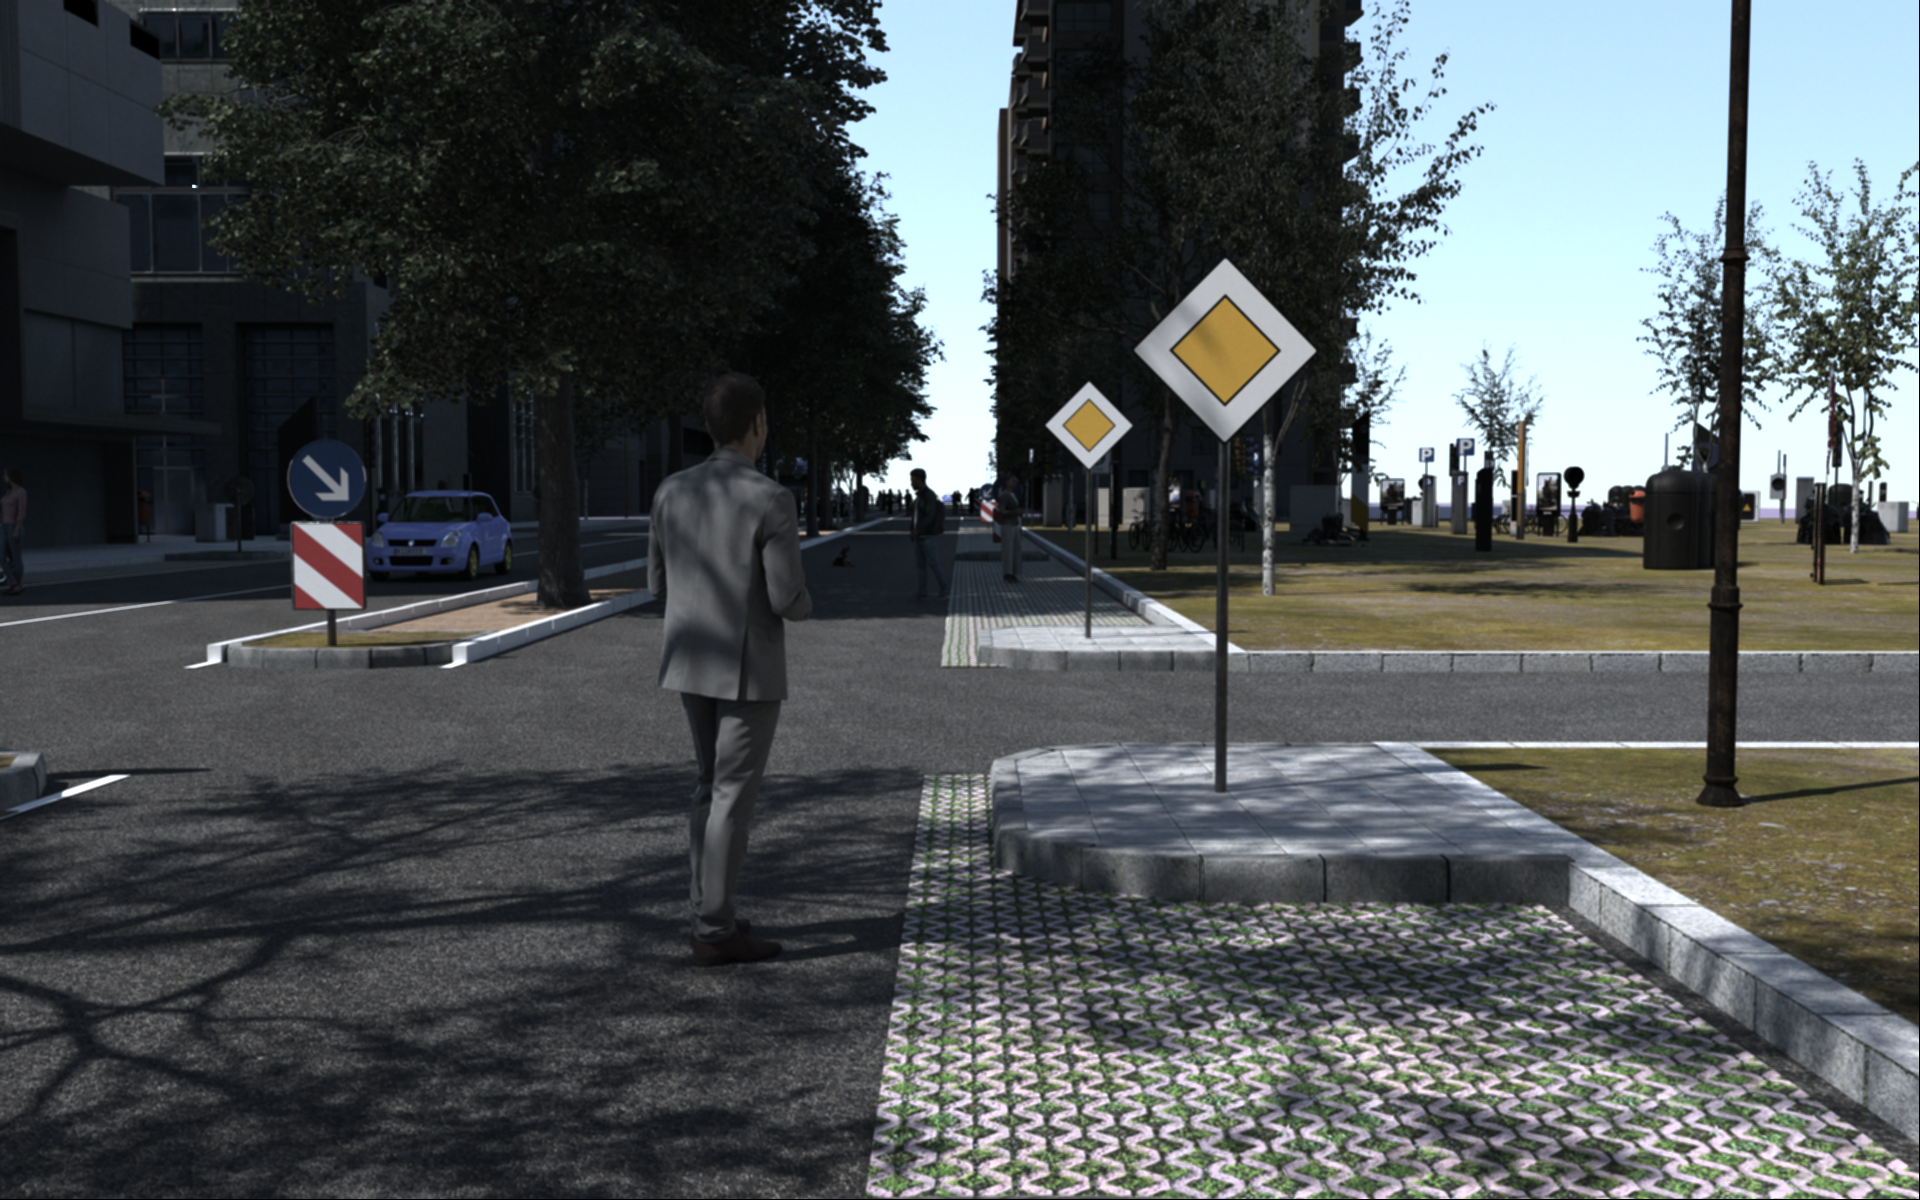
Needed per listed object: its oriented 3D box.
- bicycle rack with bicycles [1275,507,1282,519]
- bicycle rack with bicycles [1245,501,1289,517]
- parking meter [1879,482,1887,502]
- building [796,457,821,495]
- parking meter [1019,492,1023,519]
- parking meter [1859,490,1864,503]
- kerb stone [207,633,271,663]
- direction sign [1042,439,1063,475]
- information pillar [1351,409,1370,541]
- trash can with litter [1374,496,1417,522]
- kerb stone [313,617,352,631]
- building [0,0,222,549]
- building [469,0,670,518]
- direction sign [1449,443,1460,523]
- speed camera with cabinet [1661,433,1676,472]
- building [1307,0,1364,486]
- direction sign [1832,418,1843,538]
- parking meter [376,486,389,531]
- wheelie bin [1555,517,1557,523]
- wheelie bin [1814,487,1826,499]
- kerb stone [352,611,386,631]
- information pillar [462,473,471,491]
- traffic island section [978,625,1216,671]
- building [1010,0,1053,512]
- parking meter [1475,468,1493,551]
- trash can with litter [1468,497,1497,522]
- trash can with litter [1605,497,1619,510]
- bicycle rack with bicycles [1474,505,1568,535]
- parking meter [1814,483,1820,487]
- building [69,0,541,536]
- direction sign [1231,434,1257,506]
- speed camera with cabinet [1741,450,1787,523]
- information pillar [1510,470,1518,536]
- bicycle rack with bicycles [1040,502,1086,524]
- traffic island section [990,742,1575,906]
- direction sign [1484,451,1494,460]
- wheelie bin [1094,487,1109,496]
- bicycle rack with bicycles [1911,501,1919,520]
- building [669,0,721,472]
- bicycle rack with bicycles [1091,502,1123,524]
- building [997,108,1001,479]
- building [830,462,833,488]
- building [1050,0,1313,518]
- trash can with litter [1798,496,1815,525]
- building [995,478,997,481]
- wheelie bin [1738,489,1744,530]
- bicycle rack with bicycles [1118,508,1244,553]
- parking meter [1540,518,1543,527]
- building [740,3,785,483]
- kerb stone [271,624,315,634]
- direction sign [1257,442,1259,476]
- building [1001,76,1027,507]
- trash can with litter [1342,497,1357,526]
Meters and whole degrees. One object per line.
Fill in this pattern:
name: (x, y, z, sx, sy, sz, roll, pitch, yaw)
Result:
bicycle rack with bicycles: (5.913, -1.823, 43.193, 2.925, 0.926, 2.852, -3, 5, -41)
bicycle rack with bicycles: (15.507, -4.652, 89.447, 2.925, 0.926, 2.852, -1, 4, -20)
parking meter: (45.682, -4.895, 85.744, 0.255, 1.863, 0.399, 3, 4, 39)
building: (-32.121, -23.009, 221.240, 27.650, 21.520, 28.899, 0, 4, 0)
parking meter: (3.090, -4.979, 89.813, 0.372, 1.533, 0.369, 0, 3, 0)
parking meter: (44.146, -4.685, 85.005, 0.372, 1.533, 0.369, 0, 3, 0)
kerb stone: (-6.336, 0.427, 15.216, 0.120, 0.150, 1.000, 0, 4, 0)
direction sign: (3.810, -4.856, 71.396, 0.876, 3.537, 0.379, 0, 4, -4)
information pillar: (11.006, -3.438, 47.560, 0.504, 3.616, 0.183, 0, 4, 5)
trash can with litter: (20.729, -4.409, 83.143, 1.678, 1.210, 2.233, 3, 4, 39)
kerb stone: (-6.329, 0.303, 17.270, 0.120, 0.150, 1.000, 0, 4, 0)
building: (-32.449, -26.939, 29.697, 28.713, 52.752, 27.495, 0, 4, 0)
building: (-30.422, -34.372, 103.976, 21.231, 58.520, 28.212, 0, 4, 0)
direction sign: (22.137, -5.234, 77.580, 0.379, 3.537, 0.876, 3, 5, 44)
speed camera with cabinet: (22.762, -3.723, 55.208, 0.660, 3.252, 2.038, 1, 4, 17)
building: (15.478, -28.564, 121.640, 22.147, 44.769, 28.867, 0, 4, 0)
direction sign: (25.473, -3.568, 50.334, 0.379, 3.537, 0.876, 1, 4, 12)
parking meter: (-17.532, -2.701, 52.571, 0.372, 1.533, 0.369, 0, 3, 0)
wheelie bin: (25.541, -4.113, 75.152, 0.980, 1.594, 0.693, 3, 5, 43)
wheelie bin: (40.869, -4.571, 82.641, 0.693, 1.594, 0.980, -3, 4, -38)
kerb stone: (-6.324, 0.242, 18.295, 0.120, 0.150, 1.000, 0, 4, 0)
information pillar: (-17.423, -3.469, 61.209, 0.304, 2.012, 0.304, -1, 4, -13)
traffic island section: (1.163, 0.417, 15.457, 2.009, 0.180, 2.903, 0, 4, 0)
building: (15.628, -30.326, 150.453, 22.147, 44.769, 28.867, 0, 4, 0)
parking meter: (11.790, -2.034, 38.960, 0.255, 1.863, 0.399, 0, 4, -4)
trash can with litter: (23.692, -4.166, 79.165, 2.233, 1.210, 1.678, -1, 4, -9)
trash can with litter: (23.752, -3.205, 63.791, 1.055, 1.170, 0.624, 2, 4, 35)
bicycle rack with bicycles: (18.002, -2.577, 55.512, 2.925, 0.926, 2.852, 1, 4, 16)
parking meter: (43.920, -5.081, 88.793, 0.399, 1.863, 0.255, -3, 5, -40)
building: (-29.138, -46.065, 65.836, 22.319, 86.520, 31.000, 0, 4, 0)
direction sign: (10.670, -4.494, 65.467, 0.876, 3.537, 0.379, 0, 4, 5)
speed camera with cabinet: (35.835, -5.083, 77.446, 2.038, 3.252, 0.660, 2, 4, 25)
information pillar: (16.875, -2.932, 52.423, 0.304, 2.012, 0.304, -3, 5, -41)
bicycle rack with bicycles: (5.129, -4.020, 79.108, 2.852, 0.926, 2.925, 2, 4, 29)
traffic island section: (1.143, 0.906, 7.472, 2.009, 0.180, 2.903, 0, 4, 0)
direction sign: (27.637, -6.029, 90.578, 0.876, 3.537, 0.379, -3, 5, -43)
wheelie bin: (6.141, -3.979, 72.957, 0.980, 1.594, 0.693, 1, 4, 19)
bicycle rack with bicycles: (47.606, -4.332, 84.205, 2.852, 0.926, 2.925, 3, 4, 39)
building: (-29.994, -30.946, 129.672, 21.300, 48.544, 21.600, 0, 4, 0)
bicycle rack with bicycles: (7.198, -3.430, 69.462, 2.925, 0.926, 2.852, -2, 4, -32)
building: (11.234, -33.462, 197.209, 14.600, 45.320, 14.200, 0, 4, 0)
building: (-25.452, -34.158, 242.073, 14.154, 41.232, 14.086, 0, 4, 0)
building: (12.138, -20.113, 100.556, 14.160, 30.474, 14.107, 0, 4, 0)
trash can with litter: (35.520, -3.700, 71.556, 2.233, 1.210, 1.678, -2, 4, -27)
building: (16.533, -36.726, 220.073, 23.786, 49.044, 30.456, 0, 4, 0)
wheelie bin: (27.468, -3.290, 61.692, 0.980, 1.594, 0.693, -1, 4, -13)
bicycle rack with bicycles: (5.155, -1.555, 38.807, 2.852, 0.926, 2.925, 0, 4, -5)
parking meter: (22.452, -3.732, 66.727, 0.255, 1.863, 0.399, 0, 4, 2)
building: (-29.462, -53.584, 188.764, 22.319, 86.520, 31.000, 0, 4, 0)
kerb stone: (-6.326, 0.366, 16.248, 0.120, 0.150, 1.000, 0, 4, 0)
direction sign: (12.483, -5.077, 75.000, 0.876, 3.537, 0.379, 1, 4, 13)
building: (12.083, -32.578, 182.768, 14.600, 45.320, 14.200, 0, 4, 0)
trash can with litter: (15.155, -3.610, 70.084, 2.233, 1.210, 1.678, 0, 4, 7)
